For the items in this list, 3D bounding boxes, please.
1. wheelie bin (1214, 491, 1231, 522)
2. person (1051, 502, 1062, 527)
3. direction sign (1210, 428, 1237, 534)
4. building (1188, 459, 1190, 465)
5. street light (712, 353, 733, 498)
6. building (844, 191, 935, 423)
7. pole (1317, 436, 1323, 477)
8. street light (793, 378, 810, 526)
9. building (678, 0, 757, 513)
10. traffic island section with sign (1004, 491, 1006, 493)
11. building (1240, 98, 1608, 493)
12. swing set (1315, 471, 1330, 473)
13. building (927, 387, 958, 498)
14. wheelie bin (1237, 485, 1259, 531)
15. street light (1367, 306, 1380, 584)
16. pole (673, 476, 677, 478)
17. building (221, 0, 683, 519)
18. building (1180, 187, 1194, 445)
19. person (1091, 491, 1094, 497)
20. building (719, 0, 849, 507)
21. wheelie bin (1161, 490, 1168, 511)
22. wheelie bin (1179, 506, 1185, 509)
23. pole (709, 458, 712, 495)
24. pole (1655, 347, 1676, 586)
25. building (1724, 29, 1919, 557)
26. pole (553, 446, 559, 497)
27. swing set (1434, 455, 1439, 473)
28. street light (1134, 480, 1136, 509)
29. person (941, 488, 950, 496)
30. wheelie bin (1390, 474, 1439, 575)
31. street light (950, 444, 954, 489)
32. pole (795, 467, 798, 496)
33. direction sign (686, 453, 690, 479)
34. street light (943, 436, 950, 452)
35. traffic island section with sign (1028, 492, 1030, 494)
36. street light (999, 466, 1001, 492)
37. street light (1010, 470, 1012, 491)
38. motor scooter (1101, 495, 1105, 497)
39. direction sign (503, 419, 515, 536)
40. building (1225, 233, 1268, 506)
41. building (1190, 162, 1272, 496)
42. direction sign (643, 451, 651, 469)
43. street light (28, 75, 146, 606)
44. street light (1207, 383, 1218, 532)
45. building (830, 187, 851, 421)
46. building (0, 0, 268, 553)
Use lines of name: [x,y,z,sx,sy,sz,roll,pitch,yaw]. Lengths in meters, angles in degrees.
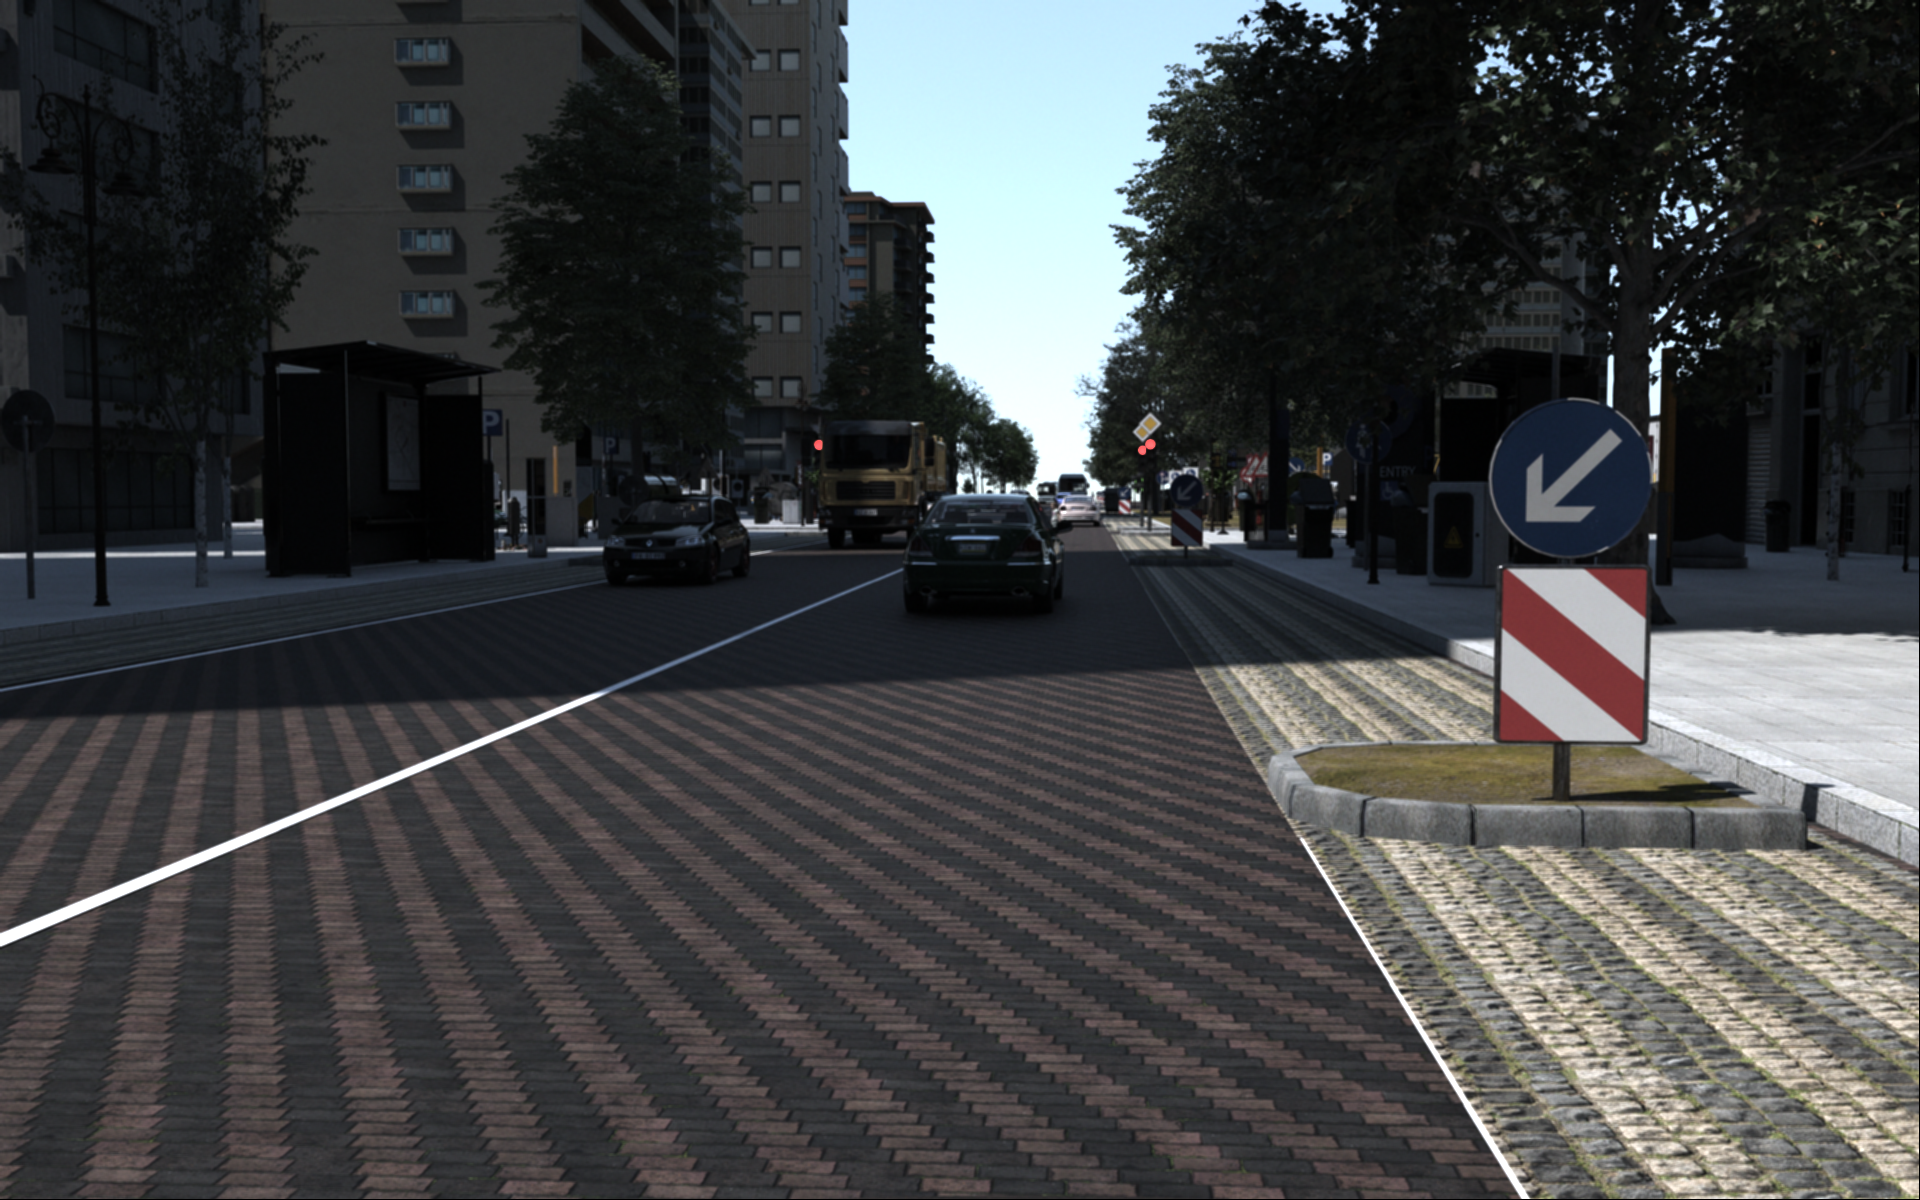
wheelie bin: [11.930,-4.344,78.939,0.980,1.594,0.693,-2,4,-25]
person: [2.723,-2.135,48.423,0.382,1.210,0.505,-2,4,-26]
direction sign: [8.376,-3.857,55.053,0.876,3.537,0.379,-1,4,-11]
building: [42.430,-37.596,264.801,14.600,45.320,14.200,0,4,4]
street light: [-7.345,-4.958,53.846,0.468,5.910,1.993,0,4,4]
building: [-15.274,-36.601,253.056,22.147,44.769,28.867,0,4,4]
pole: [12.413,-4.032,59.760,0.158,3.312,0.155,0,3,0]
street light: [-6.282,-5.889,69.072,0.468,5.910,1.993,0,4,4]
building: [-28.943,-26.489,124.983,32.217,40.220,23.993,0,4,4]
traffic island section with sign: [4.891,-11.393,194.901,1.989,1.847,2.006,0,4,4]
building: [43.318,-28.830,163.258,32.217,40.220,23.993,0,4,4]
swing set: [24.904,-7.316,117.228,2.862,2.851,3.119,-2,4,-35]
building: [-15.134,-26.766,282.660,27.650,21.520,28.899,0,4,4]
wheelie bin: [9.931,-3.174,59.796,0.693,1.594,0.980,1,4,15]
street light: [5.917,-3.169,24.609,0.468,5.910,1.993,0,4,4]
pole: [-14.994,-5.952,91.158,0.158,3.312,0.155,0,3,0]
building: [-28.169,-28.755,93.853,21.300,48.544,21.600,0,4,4]
building: [50.896,-42.565,285.169,28.713,52.752,27.495,0,4,4]
person: [19.237,-14.856,251.384,0.705,1.826,1.348,-1,4,-20]
building: [-24.897,-34.796,158.155,28.713,52.752,27.495,0,4,4]
wheelie bin: [15.078,-7.473,130.091,0.980,1.594,0.693,-1,4,-17]
wheelie bin: [14.968,-6.596,115.759,0.980,1.594,0.693,3,4,36]
pole: [-14.097,-6.364,97.897,0.158,3.312,0.155,0,3,0]
pole: [9.884,-1.858,24.224,0.158,3.312,0.155,0,3,0]
building: [26.482,-12.090,30.963,16.112,22.955,30.059,0,4,4]
pole: [-17.157,-4.877,73.574,0.158,3.312,0.155,0,3,0]
swing set: [18.236,-4.350,68.737,3.119,2.851,2.862,-2,4,-34]
street light: [15.184,-10.862,150.388,0.468,5.910,1.993,0,4,4]
person: [-0.797,-5.606,100.175,0.660,1.820,0.620,0,4,5]
wheelie bin: [7.296,-1.206,27.634,0.980,1.594,0.693,-2,4,-24]
street light: [-0.684,-10.547,145.224,0.468,5.910,1.993,0,4,4]
pole: [-12.283,-8.323,129.925,0.158,3.312,0.155,0,3,0]
direction sign: [-15.180,-6.403,96.679,0.379,3.537,0.876,-2,4,-24]
street light: [-1.308,-10.096,137.853,0.468,5.910,1.993,0,4,4]
traffic island section with sign: [10.888,-16.437,277.373,1.989,1.847,2.006,0,4,4]
street light: [5.314,-15.621,228.198,0.468,5.910,1.993,0,4,4]
street light: [7.798,-17.746,262.926,0.468,5.910,1.993,0,4,4]
motor scooter: [21.838,-15.361,263.923,0.815,1.314,1.986,0,4,3]
direction sign: [-13.723,-3.708,52.616,0.379,3.537,0.876,-1,4,-18]
building: [37.341,-26.120,198.757,14.160,30.474,14.107,0,4,4]
building: [44.219,-38.101,246.660,21.300,48.544,21.600,0,4,4]
direction sign: [-16.655,-6.120,92.054,0.379,3.537,0.876,-3,5,-39]
street light: [-9.847,-2.869,19.698,0.468,5.910,1.993,0,4,4]
street light: [8.534,-5.238,58.436,0.468,5.910,1.993,0,4,4]
building: [-25.415,-30.209,185.800,32.217,40.220,23.993,0,4,4]
building: [-26.305,-16.635,43.681,14.107,30.474,14.160,0,4,4]
